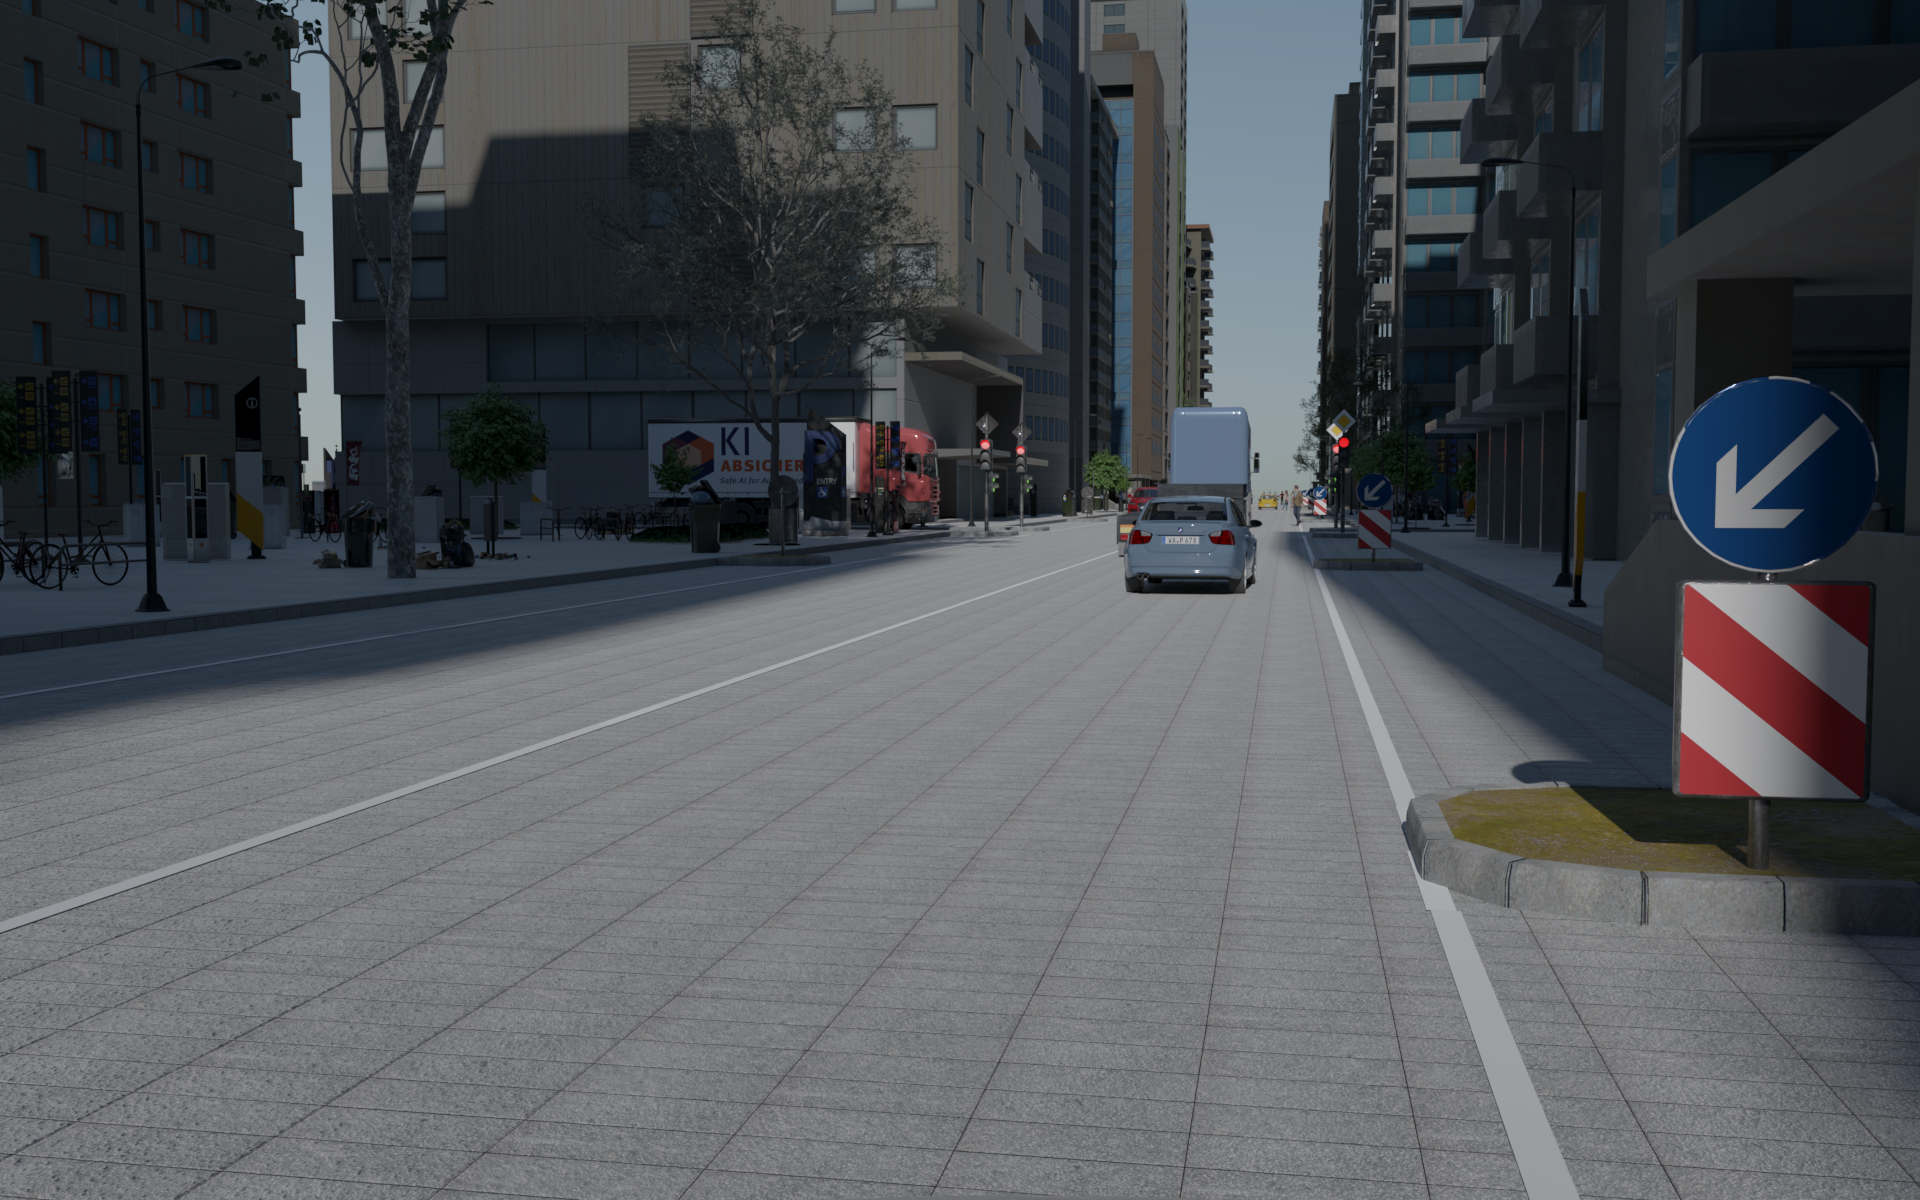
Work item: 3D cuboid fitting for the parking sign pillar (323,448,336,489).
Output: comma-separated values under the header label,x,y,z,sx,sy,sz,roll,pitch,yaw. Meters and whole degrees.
label,x,y,z,sx,sy,sz,roll,pitch,yaw
parking sign pillar,-36.725,-6.904,101.357,1.447,3.967,1.447,0,4,7

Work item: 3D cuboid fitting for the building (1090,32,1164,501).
label,x,y,z,sx,sy,sz,roll,pitch,yaw
building,12.894,-32.018,173.608,14.600,45.320,14.200,1,4,11

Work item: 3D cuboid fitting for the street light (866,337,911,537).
label,x,y,z,sx,sy,sz,roll,pitch,yaw
street light,-2.099,-4.823,51.395,1.470,5.913,1.316,1,4,11

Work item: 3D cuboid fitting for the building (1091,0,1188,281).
label,x,y,z,sx,sy,sz,roll,pitch,yaw
building,24.114,-49.580,248.885,20.563,71.187,20.611,1,4,11

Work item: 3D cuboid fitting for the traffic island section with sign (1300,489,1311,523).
label,x,y,z,sx,sy,sz,roll,pitch,yaw
traffic island section with sign,18.062,-4.821,87.448,1.989,1.847,2.006,1,4,11

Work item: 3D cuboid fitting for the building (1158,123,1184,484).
label,x,y,z,sx,sy,sz,roll,pitch,yaw
building,16.260,-30.818,187.464,14.154,41.232,14.086,1,4,11

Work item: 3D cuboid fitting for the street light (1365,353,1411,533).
label,x,y,z,sx,sy,sz,roll,pitch,yaw
street light,14.190,-5.174,57.141,1.470,5.913,1.316,1,4,11

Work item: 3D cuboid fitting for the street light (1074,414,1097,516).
label,x,y,z,sx,sy,sz,roll,pitch,yaw
street light,7.249,-7.848,100.863,1.470,5.913,1.316,1,4,11

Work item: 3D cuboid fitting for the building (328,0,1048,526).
label,x,y,z,sx,sy,sz,roll,pitch,yaw
building,-10.835,-30.148,82.160,28.713,52.752,27.495,1,4,11

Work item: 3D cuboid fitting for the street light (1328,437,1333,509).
label,x,y,z,sx,sy,sz,roll,pitch,yaw
street light,23.251,-8.114,105.202,1.470,5.913,1.316,1,4,11

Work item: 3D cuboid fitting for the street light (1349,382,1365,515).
label,x,y,z,sx,sy,sz,roll,pitch,yaw
street light,17.014,-6.082,71.987,1.470,5.913,1.316,1,4,11

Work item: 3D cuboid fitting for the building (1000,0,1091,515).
label,x,y,z,sx,sy,sz,roll,pitch,yaw
building,-3.221,-35.166,116.968,21.231,58.520,28.212,1,4,11

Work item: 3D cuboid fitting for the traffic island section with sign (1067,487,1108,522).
label,x,y,z,sx,sy,sz,roll,pitch,yaw
traffic island section with sign,6.643,-4.983,90.093,1.989,1.847,2.006,1,4,11

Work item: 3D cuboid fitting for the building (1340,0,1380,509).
label,x,y,z,sx,sy,sz,roll,pitch,yaw
building,43.384,-43.377,147.459,20.563,71.187,20.611,1,4,11

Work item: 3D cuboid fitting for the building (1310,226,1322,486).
label,x,y,z,sx,sy,sz,roll,pitch,yaw
building,68.570,-40.216,277.134,23.786,49.044,30.456,1,4,11

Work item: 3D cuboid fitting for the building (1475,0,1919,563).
label,x,y,z,sx,sy,sz,roll,pitch,yaw
building,23.490,-25.591,38.021,23.786,49.044,30.456,1,4,11

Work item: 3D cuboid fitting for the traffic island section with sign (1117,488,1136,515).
label,x,y,z,sx,sy,sz,roll,pitch,yaw
traffic island section with sign,11.656,-6.603,116.579,1.989,1.847,2.006,1,4,11

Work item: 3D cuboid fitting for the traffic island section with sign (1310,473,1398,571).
label,x,y,z,sx,sy,sz,roll,pitch,yaw
traffic island section with sign,7.824,-1.511,33.326,1.989,1.847,2.006,1,4,11

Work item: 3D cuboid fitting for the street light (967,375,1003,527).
label,x,y,z,sx,sy,sz,roll,pitch,yaw
street light,0.992,-5.829,67.843,1.470,5.913,1.316,1,4,11

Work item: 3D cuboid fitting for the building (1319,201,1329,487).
label,x,y,z,sx,sy,sz,roll,pitch,yaw
building,60.337,-37.025,255.468,14.600,45.320,14.200,1,4,11

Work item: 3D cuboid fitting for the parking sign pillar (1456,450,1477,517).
label,x,y,z,sx,sy,sz,roll,pitch,yaw
parking sign pillar,28.442,-6.612,96.585,1.447,3.967,1.447,0,4,3

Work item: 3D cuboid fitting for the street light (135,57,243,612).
label,x,y,z,sx,sy,sz,roll,pitch,yaw
street light,-8.307,-2.821,18.673,1.470,5.913,1.316,1,4,11

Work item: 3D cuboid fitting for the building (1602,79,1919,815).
label,x,y,z,sx,sy,sz,roll,pitch,yaw
building,19.816,-19.041,3.203,32.217,40.220,23.993,1,4,11

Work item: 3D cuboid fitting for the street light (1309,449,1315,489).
label,x,y,z,sx,sy,sz,roll,pitch,yaw
street light,37.307,-12.683,179.902,1.470,5.913,1.316,1,4,11

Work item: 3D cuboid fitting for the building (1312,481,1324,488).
label,x,y,z,sx,sy,sz,roll,pitch,yaw
building,64.493,-33.229,235.176,32.217,40.220,23.993,1,4,11

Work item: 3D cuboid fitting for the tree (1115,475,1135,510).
label,x,y,z,sx,sy,sz,roll,pitch,yaw
tree,12.872,-8.778,138.116,1.663,3.219,1.824,0,3,0

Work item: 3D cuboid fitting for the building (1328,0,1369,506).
label,x,y,z,sx,sy,sz,roll,pitch,yaw
building,48.957,-52.576,172.287,22.319,86.520,31.000,1,4,11

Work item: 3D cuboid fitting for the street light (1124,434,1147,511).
label,x,y,z,sx,sy,sz,roll,pitch,yaw
street light,13.397,-9.851,133.597,1.470,5.913,1.316,1,4,11

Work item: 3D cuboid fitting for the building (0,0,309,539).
label,x,y,z,sx,sy,sz,roll,pitch,yaw
building,-40.853,-12.700,52.688,28.899,21.520,27.650,1,4,11

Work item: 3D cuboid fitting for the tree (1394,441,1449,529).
label,x,y,z,sx,sy,sz,roll,pitch,yaw
tree,16.725,-4.236,63.866,1.663,3.219,1.824,0,3,0

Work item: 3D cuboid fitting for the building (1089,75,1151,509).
label,x,y,z,sx,sy,sz,roll,pitch,yaw
building,0.842,-28.426,156.638,32.217,40.220,23.993,1,4,11

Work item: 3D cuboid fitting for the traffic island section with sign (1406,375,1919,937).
label,x,y,z,sx,sy,sz,roll,pitch,yaw
traffic island section with sign,2.770,0.123,6.617,1.989,1.847,2.006,1,4,11

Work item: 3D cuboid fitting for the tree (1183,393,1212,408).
label,x,y,z,sx,sy,sz,roll,pitch,yaw
tree,28.279,-18.968,216.777,9.857,13.997,8.962,0,3,0

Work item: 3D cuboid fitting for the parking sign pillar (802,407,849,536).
label,x,y,z,sx,sy,sz,roll,pitch,yaw
parking sign pillar,-4.142,-3.951,53.069,1.447,3.967,1.447,1,4,22

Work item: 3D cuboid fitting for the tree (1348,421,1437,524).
label,x,y,z,sx,sy,sz,roll,pitch,yaw
tree,19.207,-5.629,75.748,4.285,4.588,4.351,0,3,0

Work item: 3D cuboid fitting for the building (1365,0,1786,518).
label,x,y,z,sx,sy,sz,roll,pitch,yaw
building,39.738,-30.583,119.646,23.786,49.044,30.456,1,4,11

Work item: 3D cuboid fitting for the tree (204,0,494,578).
label,x,y,z,sx,sy,sz,roll,pitch,yaw
tree,-7.504,-10.464,26.978,12.611,20.169,13.585,0,3,0

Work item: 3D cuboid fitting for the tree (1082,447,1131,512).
label,x,y,z,sx,sy,sz,roll,pitch,yaw
tree,10.330,-8.447,121.825,4.285,4.588,4.351,0,3,0

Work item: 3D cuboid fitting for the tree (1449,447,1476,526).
label,x,y,z,sx,sy,sz,roll,pitch,yaw
tree,20.865,-4.656,70.720,1.663,3.219,1.824,0,3,0

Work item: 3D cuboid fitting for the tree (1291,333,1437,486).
label,x,y,z,sx,sy,sz,roll,pitch,yaw
tree,23.383,-10.105,99.633,8.767,10.594,7.601,2,4,24

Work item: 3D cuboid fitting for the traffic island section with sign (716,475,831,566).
label,x,y,z,sx,sy,sz,roll,pitch,yaw
traffic island section with sign,-3.720,-1.633,35.326,1.989,1.847,2.006,1,4,11

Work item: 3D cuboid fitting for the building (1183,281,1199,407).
label,x,y,z,sx,sy,sz,roll,pitch,yaw
building,24.480,-28.179,232.425,14.160,30.474,14.107,1,4,11

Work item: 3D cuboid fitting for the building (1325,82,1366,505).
label,x,y,z,sx,sy,sz,roll,pitch,yaw
building,53.441,-35.206,199.316,21.300,48.544,21.600,1,4,11

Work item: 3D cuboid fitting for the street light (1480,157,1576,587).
label,x,y,z,sx,sy,sz,roll,pitch,yaw
street light,7.867,-3.144,23.953,1.470,5.913,1.316,1,4,11

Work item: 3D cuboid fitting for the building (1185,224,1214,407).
label,x,y,z,sx,sy,sz,roll,pitch,yaw
building,28.606,-37.881,273.974,22.147,44.769,28.867,1,4,11

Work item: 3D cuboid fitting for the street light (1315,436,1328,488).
label,x,y,z,sx,sy,sz,roll,pitch,yaw
street light,30.961,-10.632,146.373,1.470,5.913,1.316,1,4,11

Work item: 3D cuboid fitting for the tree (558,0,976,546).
label,x,y,z,sx,sy,sz,roll,pitch,yaw
tree,-4.711,-8.102,42.831,12.009,13.543,11.850,0,3,0
